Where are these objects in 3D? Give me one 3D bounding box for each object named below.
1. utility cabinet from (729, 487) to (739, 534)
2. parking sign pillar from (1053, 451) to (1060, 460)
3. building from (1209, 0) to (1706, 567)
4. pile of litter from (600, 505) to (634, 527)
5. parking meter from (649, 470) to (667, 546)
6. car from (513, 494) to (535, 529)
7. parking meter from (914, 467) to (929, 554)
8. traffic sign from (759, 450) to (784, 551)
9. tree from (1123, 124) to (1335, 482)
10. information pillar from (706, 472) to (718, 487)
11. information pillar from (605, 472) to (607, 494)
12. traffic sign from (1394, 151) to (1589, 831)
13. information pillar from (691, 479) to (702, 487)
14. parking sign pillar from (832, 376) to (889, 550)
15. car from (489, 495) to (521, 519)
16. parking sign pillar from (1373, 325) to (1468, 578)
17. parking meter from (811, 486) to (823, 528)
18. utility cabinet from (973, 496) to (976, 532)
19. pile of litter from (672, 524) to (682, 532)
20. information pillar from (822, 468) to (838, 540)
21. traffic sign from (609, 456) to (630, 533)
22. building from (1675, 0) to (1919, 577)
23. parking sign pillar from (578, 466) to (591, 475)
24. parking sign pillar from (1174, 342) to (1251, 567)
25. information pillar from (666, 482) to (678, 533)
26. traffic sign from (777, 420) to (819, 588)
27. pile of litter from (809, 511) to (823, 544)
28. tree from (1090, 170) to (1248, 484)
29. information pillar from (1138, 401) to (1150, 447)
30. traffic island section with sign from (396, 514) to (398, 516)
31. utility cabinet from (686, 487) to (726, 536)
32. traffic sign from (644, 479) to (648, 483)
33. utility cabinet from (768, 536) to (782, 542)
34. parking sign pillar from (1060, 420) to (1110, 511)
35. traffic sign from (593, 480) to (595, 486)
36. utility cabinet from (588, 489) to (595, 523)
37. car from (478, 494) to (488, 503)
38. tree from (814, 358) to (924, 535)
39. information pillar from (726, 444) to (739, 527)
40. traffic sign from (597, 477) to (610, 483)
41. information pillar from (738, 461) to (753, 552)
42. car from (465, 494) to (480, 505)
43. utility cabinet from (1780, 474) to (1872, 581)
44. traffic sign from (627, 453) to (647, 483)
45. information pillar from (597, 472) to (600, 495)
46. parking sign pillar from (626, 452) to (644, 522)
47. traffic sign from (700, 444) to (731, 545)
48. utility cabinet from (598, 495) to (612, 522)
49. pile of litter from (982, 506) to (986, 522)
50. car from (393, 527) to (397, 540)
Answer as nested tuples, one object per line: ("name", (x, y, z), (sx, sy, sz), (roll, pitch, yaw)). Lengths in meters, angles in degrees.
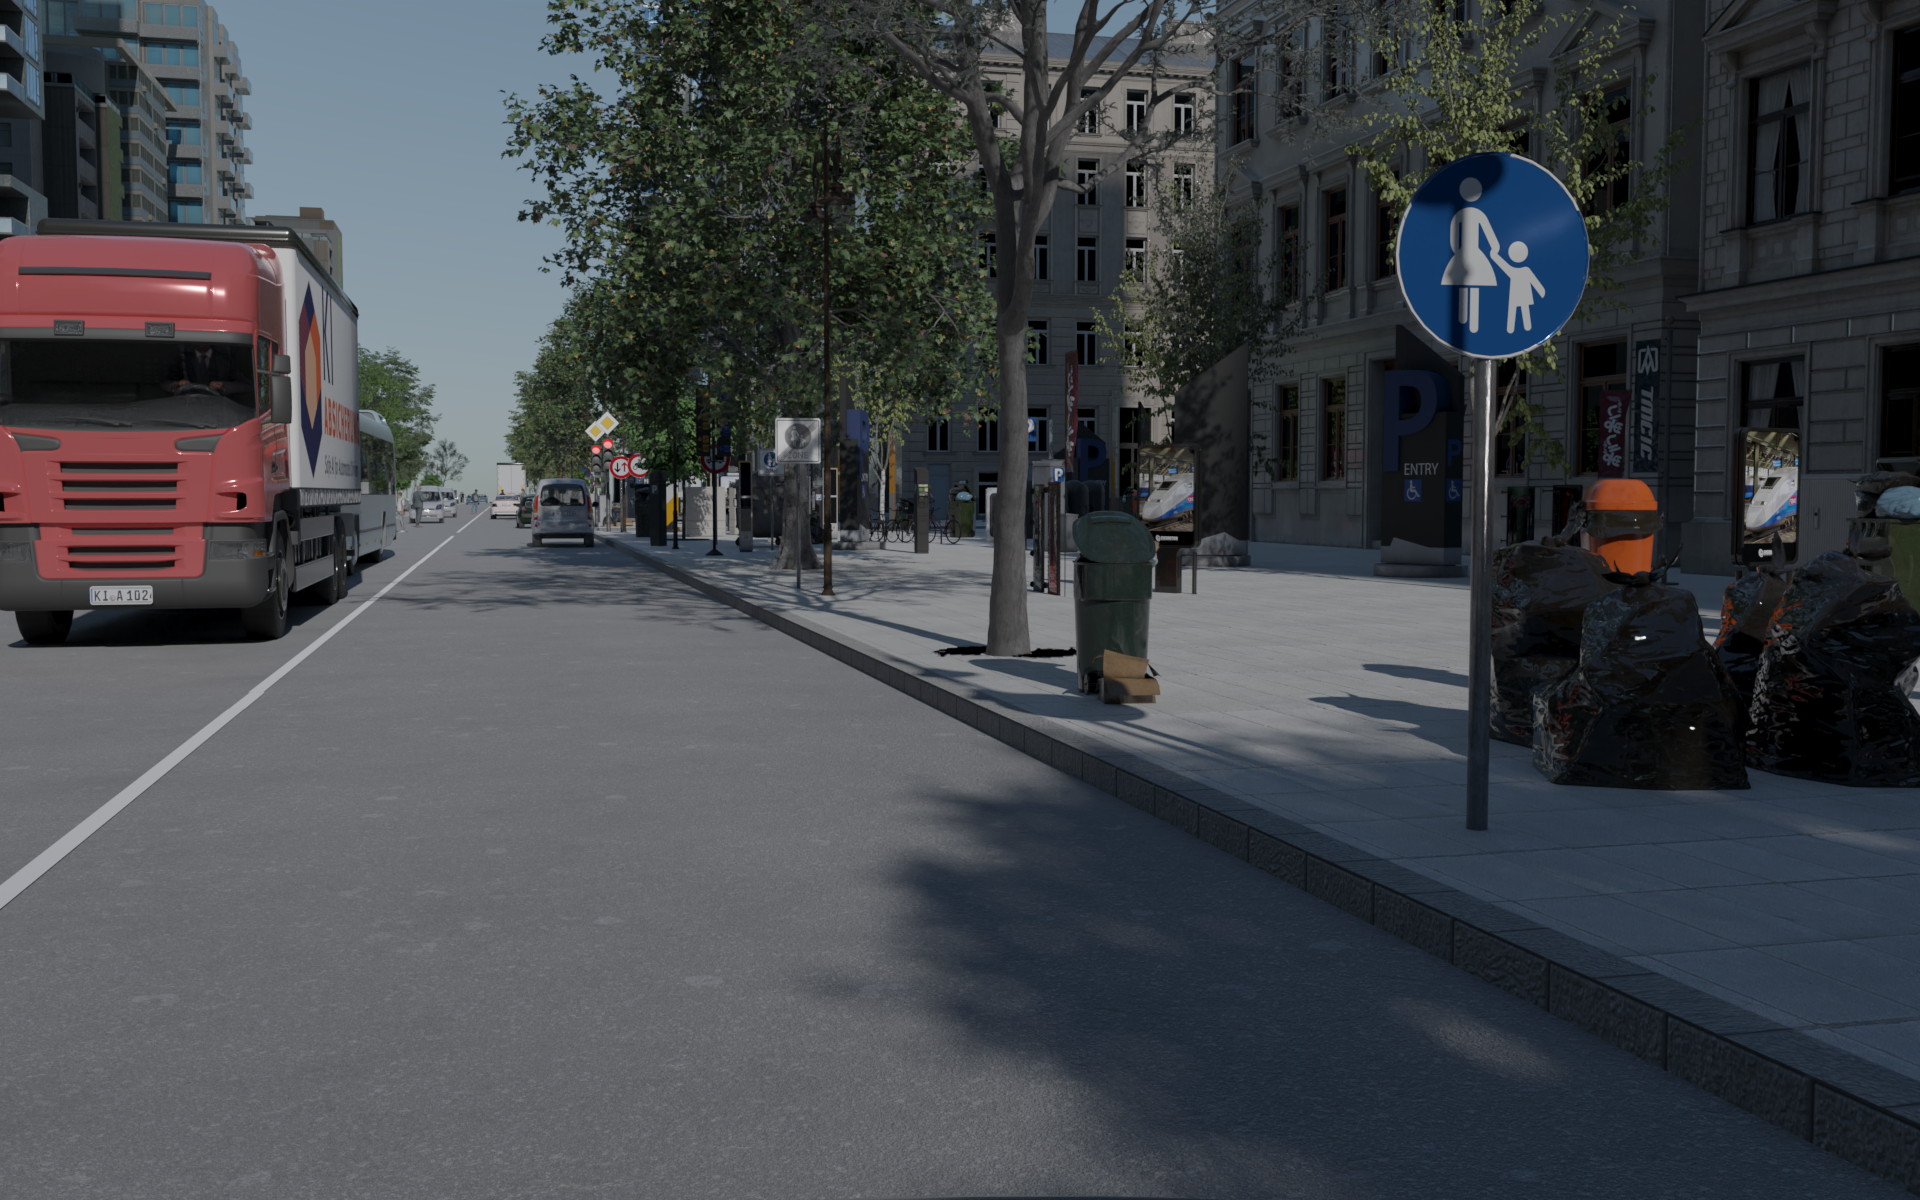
("utility cabinet", (-6.716, -2.809, 54.610), (1.173, 1.500, 0.318), (-3, 5, -43))
("parking sign pillar", (4.986, -5.646, 80.783), (1.447, 3.967, 1.447), (0, 4, -3))
("building", (14.475, -12.478, 40.168), (11.583, 22.565, 21.152), (-1, 4, -15))
("pile of litter", (-13.424, -3.332, 68.450), (1.719, 0.858, 1.176), (-2, 4, -23))
("parking meter", (-7.450, -2.264, 42.719), (0.399, 1.863, 0.255), (2, 4, 35))
("car", (-17.826, -3.876, 73.164), (2.009, 1.686, 4.222), (-1, 4, -16))
("parking meter", (-0.830, -1.934, 37.331), (0.255, 1.863, 0.399), (-1, 4, -14))
("traffic sign", (-4.264, -2.271, 39.267), (0.606, 2.300, 0.079), (0, 4, -5))
("tree", (5.062, -5.157, 34.683), (4.360, 8.622, 3.978), (0, 3, 0))
("information pillar", (-8.306, -3.280, 58.112), (0.304, 2.012, 0.304), (-3, 4, -38))
("information pillar", (-15.423, -5.158, 75.689), (0.183, 3.616, 0.504), (-1, 4, -19))
("traffic sign", (1.981, -0.395, 6.559), (0.768, 2.556, 0.104), (-1, 4, -9))
("information pillar", (-19.479, -8.339, 127.702), (0.504, 3.616, 0.183), (3, 5, 43))
("parking sign pillar", (-2.443, -3.162, 40.168), (1.447, 3.967, 1.447), (1, 4, 9))
("car", (-26.028, -5.338, 99.630), (2.083, 1.381, 4.827), (-1, 4, -14))
("parking sign pillar", (7.218, -2.359, 27.042), (1.447, 3.967, 1.447), (-2, 4, -33))
("parking meter", (-4.195, -2.600, 50.920), (0.372, 1.533, 0.369), (0, 3, 0))
("utility cabinet", (0.287, -2.875, 58.164), (0.306, 1.237, 1.020), (1, 4, 12))
("pile of litter", (-9.863, -2.748, 58.888), (1.176, 0.858, 1.719), (-1, 4, -20))
("information pillar", (-3.658, -2.711, 48.811), (0.304, 2.012, 0.304), (3, 5, 42))
("traffic sign", (-11.265, -3.516, 57.593), (0.768, 2.556, 0.104), (-1, 4, -14))
("building", (18.484, -9.492, 19.820), (10.561, 19.102, 19.286), (-1, 4, -15))
("parking sign pillar", (-27.205, -8.386, 125.579), (1.447, 3.967, 1.447), (1, 4, 14))
("parking sign pillar", (4.513, -2.605, 31.066), (1.447, 3.967, 1.447), (1, 4, 16))
("information pillar", (-9.592, -4.045, 57.486), (0.504, 3.616, 0.183), (2, 4, 25))
("traffic sign", (-2.193, -1.304, 23.456), (0.606, 2.300, 0.079), (-1, 4, -10))
("pile of litter", (-4.041, -1.866, 44.476), (1.176, 0.858, 1.719), (2, 4, 25))
("tree", (5.284, -5.470, 39.797), (4.737, 8.622, 4.395), (0, 3, 0))
("information pillar", (4.654, -3.220, 44.002), (0.183, 3.616, 0.504), (2, 4, 35))
("traffic island section with sign", (-37.365, -6.333, 112.165), (1.989, 1.847, 2.006), (-1, 4, -15))
("utility cabinet", (-7.696, -2.670, 52.330), (1.173, 1.500, 0.318), (-1, 4, -19))
("traffic sign", (-19.753, -6.661, 109.008), (0.768, 2.556, 0.104), (0, 4, -7))
("utility cabinet", (-4.842, -2.280, 45.953), (0.318, 1.500, 1.173), (0, 4, 6))
("parking sign pillar", (4.594, -4.423, 60.796), (1.447, 3.967, 1.447), (-2, 4, -27))
("traffic sign", (-29.827, -8.552, 139.936), (0.768, 2.556, 0.104), (-1, 4, -8))
("utility cabinet", (-16.484, -4.168, 76.828), (0.318, 1.500, 1.173), (-2, 4, -35))
("car", (-76.823, -16.292, 278.379), (2.014, 1.417, 4.499), (-1, 4, -16))
("tree", (-2.450, -6.379, 54.653), (4.737, 8.622, 4.395), (0, 3, 0))
("information pillar", (-8.921, -4.684, 67.932), (0.504, 3.616, 0.183), (-2, 4, -33))
("traffic sign", (-21.245, -6.303, 103.165), (0.768, 2.556, 0.104), (-1, 4, -14))
("information pillar", (-4.742, -2.072, 38.363), (0.304, 2.012, 0.304), (0, 4, -6))
("car", (-66.154, -13.650, 235.181), (2.014, 1.417, 4.499), (-1, 4, -15))
("utility cabinet", (9.397, -0.633, 19.027), (0.318, 1.500, 1.173), (-2, 4, -30))
("traffic sign", (-9.965, -3.293, 53.952), (0.768, 2.556, 0.104), (0, 4, -6))
("information pillar", (-24.722, -7.766, 118.321), (0.504, 3.616, 0.183), (0, 4, 6))
("parking sign pillar", (-14.682, -5.555, 79.302), (1.447, 3.967, 1.447), (-1, 4, -12))
("traffic sign", (-6.179, -2.672, 43.789), (0.768, 2.556, 0.104), (-1, 4, -9))
("utility cabinet", (-16.313, -4.123, 78.568), (1.020, 1.237, 0.306), (-3, 5, -41))
("pile of litter", (1.590, -4.034, 79.924), (1.176, 0.858, 1.719), (0, 4, 4))
("car", (-18.311, -2.486, 53.010), (2.083, 1.381, 4.827), (-1, 4, -15))
